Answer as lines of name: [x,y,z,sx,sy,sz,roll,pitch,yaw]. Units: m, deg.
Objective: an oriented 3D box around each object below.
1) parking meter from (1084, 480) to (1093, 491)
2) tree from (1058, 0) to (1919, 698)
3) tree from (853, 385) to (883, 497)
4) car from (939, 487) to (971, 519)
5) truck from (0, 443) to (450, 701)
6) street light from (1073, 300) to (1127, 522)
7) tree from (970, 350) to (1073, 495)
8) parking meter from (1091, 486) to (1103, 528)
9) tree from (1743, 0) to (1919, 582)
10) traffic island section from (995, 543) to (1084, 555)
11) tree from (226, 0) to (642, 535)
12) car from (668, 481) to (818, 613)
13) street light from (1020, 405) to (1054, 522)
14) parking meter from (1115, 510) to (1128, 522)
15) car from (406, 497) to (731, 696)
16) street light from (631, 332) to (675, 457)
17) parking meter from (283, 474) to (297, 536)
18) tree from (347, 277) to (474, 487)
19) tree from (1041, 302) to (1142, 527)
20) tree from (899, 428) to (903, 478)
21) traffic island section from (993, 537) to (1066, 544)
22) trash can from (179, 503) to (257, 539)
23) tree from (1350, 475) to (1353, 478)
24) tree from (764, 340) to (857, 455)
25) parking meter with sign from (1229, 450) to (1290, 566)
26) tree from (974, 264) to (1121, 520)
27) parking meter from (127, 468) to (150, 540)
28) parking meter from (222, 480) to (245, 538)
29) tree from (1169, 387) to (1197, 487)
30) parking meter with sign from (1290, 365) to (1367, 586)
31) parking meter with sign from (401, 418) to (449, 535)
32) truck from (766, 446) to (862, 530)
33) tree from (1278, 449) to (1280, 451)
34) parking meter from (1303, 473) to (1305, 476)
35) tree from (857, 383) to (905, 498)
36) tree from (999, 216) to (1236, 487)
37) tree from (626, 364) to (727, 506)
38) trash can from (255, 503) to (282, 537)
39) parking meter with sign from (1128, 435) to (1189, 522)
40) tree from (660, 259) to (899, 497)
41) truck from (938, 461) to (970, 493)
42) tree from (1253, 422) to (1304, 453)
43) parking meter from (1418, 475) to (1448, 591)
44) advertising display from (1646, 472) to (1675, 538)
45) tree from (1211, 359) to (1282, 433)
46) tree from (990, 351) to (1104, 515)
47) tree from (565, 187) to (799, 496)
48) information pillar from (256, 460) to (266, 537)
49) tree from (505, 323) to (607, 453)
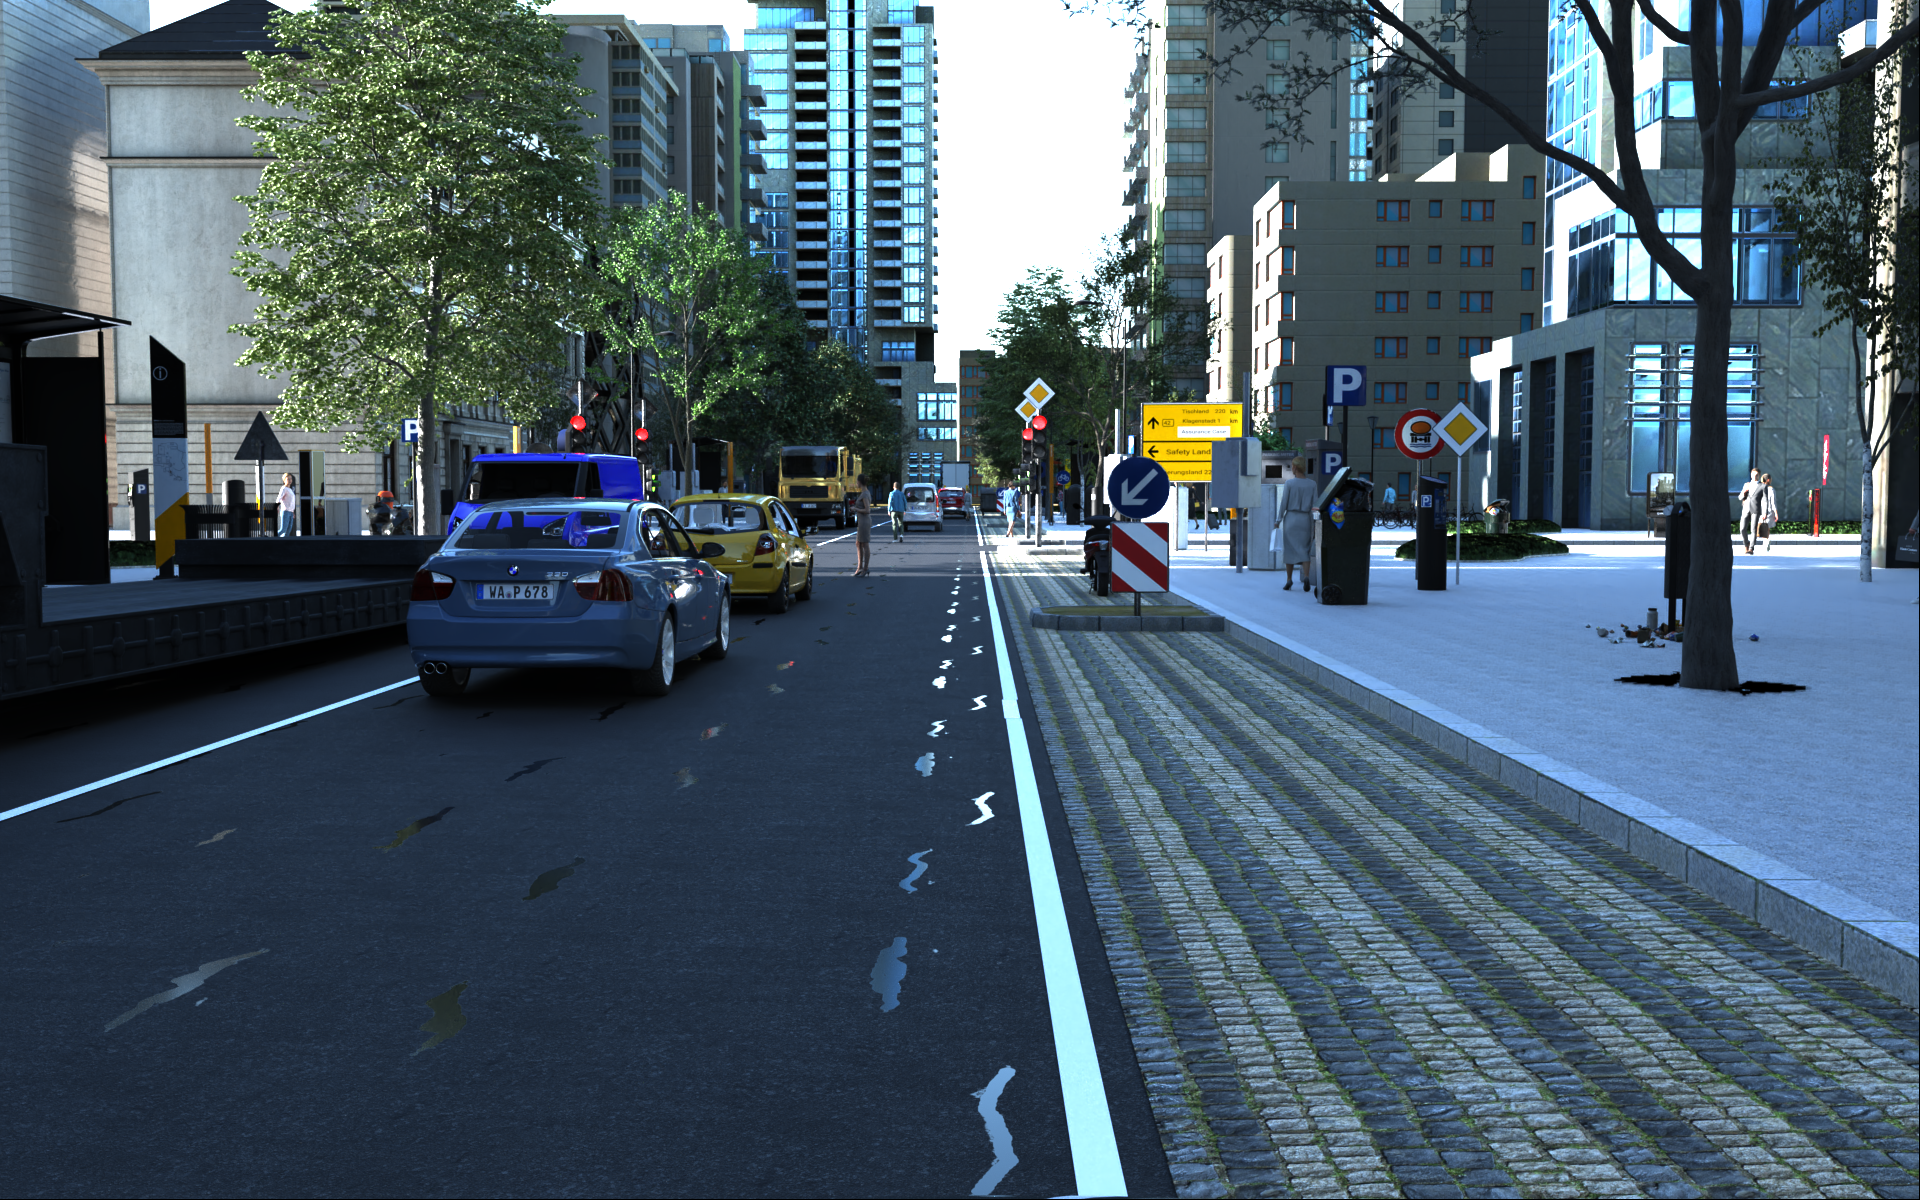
parking meter: [5.453,-4.137,73.346,0.399,1.863,0.255,-3,5,-40]
tree: [4.832,-6.160,11.089,12.009,13.543,11.850,0,3,0]
tree: [-9.900,-14.791,159.952,7.486,12.596,7.792,0,3,0]
car: [-0.431,-5.628,100.695,2.281,1.827,5.304,0,4,2]
truck: [-6.430,-1.319,11.327,2.967,4.110,18.799,0,4,0]
street light: [3.417,-4.225,41.626,1.470,5.913,1.316,0,4,0]
tree: [5.280,-14.189,138.647,9.857,13.997,8.962,0,3,0]
parking meter: [4.415,-2.894,55.734,0.372,1.533,0.369,0,3,0]
tree: [13.345,-4.558,24.889,4.360,8.622,3.978,0,3,0]
traffic island section: [1.918,-1.192,41.763,2.009,0.180,2.903,0,4,0]
tree: [-9.945,-7.051,33.407,7.486,12.596,7.792,0,3,0]
car: [-2.889,-0.737,22.272,2.015,1.641,3.980,0,4,1]
street light: [3.592,-6.478,78.454,1.470,5.913,1.316,0,4,0]
parking meter: [4.752,-2.775,51.087,0.255,1.863,0.399,-2,4,-28]
car: [-2.918,-0.097,13.584,2.014,1.417,4.499,0,4,1]
street light: [-8.835,-4.716,49.648,1.470,5.913,1.316,0,4,0]
parking meter: [-19.287,-2.699,49.837,0.255,1.863,0.399,0,4,-1]
tree: [-17.599,-6.488,56.441,4.737,8.622,4.395,0,3,0]
tree: [5.012,-7.158,67.393,4.737,8.622,4.395,0,3,0]
tree: [-8.976,-12.714,124.884,9.611,12.733,9.660,0,3,0]
traffic island section: [1.973,-1.680,49.748,2.009,0.180,2.903,0,4,0]
trash can: [-10.009,-0.702,23.132,0.748,1.137,0.748,0,3,0]
tree: [20.858,-6.139,94.981,1.663,3.219,1.824,0,3,0]
tree: [-9.568,-10.362,103.835,7.601,10.594,8.767,-2,4,-33]
parking meter with sign: [5.670,-2.106,30.691,1.738,3.016,0.543,1,4,22]
tree: [4.055,-10.281,86.220,7.486,12.596,7.792,0,3,0]
parking meter: [-18.473,-2.034,38.961,0.255,1.863,0.399,3,5,40]
parking meter: [-12.927,-1.373,30.854,0.372,1.533,0.369,0,3,0]
tree: [15.332,-10.360,119.744,4.737,8.622,4.395,0,3,0]
parking meter with sign: [5.169,-1.719,24.359,0.543,3.016,1.738,0,4,-4]
parking meter with sign: [-12.522,-2.721,40.749,0.543,3.016,1.738,0,4,4]
truck: [-5.805,-4.660,72.112,3.469,3.379,9.791,0,4,2]
tree: [13.663,-4.864,74.121,1.663,3.219,1.824,0,3,0]
parking meter: [9.552,-2.651,49.059,0.399,1.863,0.255,2,4,24]
tree: [-9.835,-16.137,170.488,9.857,13.997,8.962,0,3,0]
tree: [4.826,-7.588,58.475,8.767,10.594,7.601,-3,5,-43]
tree: [-15.843,-8.854,95.132,4.360,8.622,3.978,0,3,0]
trash can: [-11.622,-1.042,28.698,0.748,1.137,0.748,0,3,0]
parking meter with sign: [5.934,-3.388,51.661,1.738,3.016,0.543,-1,4,-11]
tree: [-9.940,-10.270,84.915,9.611,12.733,9.660,0,3,0]
truck: [-0.484,-9.964,151.817,2.839,4.237,11.283,0,4,-1]
tree: [13.497,-5.706,77.009,4.285,4.588,4.351,0,3,0]
parking meter: [6.319,-0.901,23.147,0.372,1.533,0.369,0,3,0]
advertising display: [20.551,-2.789,50.811,0.974,1.923,0.123,-1,4,-23]
tree: [15.560,-8.765,93.662,4.360,8.622,3.978,0,3,0]
tree: [5.543,-11.176,108.481,9.928,11.665,9.643,0,3,0]
tree: [-9.643,-8.222,60.188,9.928,11.665,9.643,0,3,0]
information pillar: [-20.783,-3.676,51.450,0.183,3.616,0.504,-3,5,-40]
tree: [-16.627,-7.341,70.391,4.360,8.622,3.978,0,3,0]
